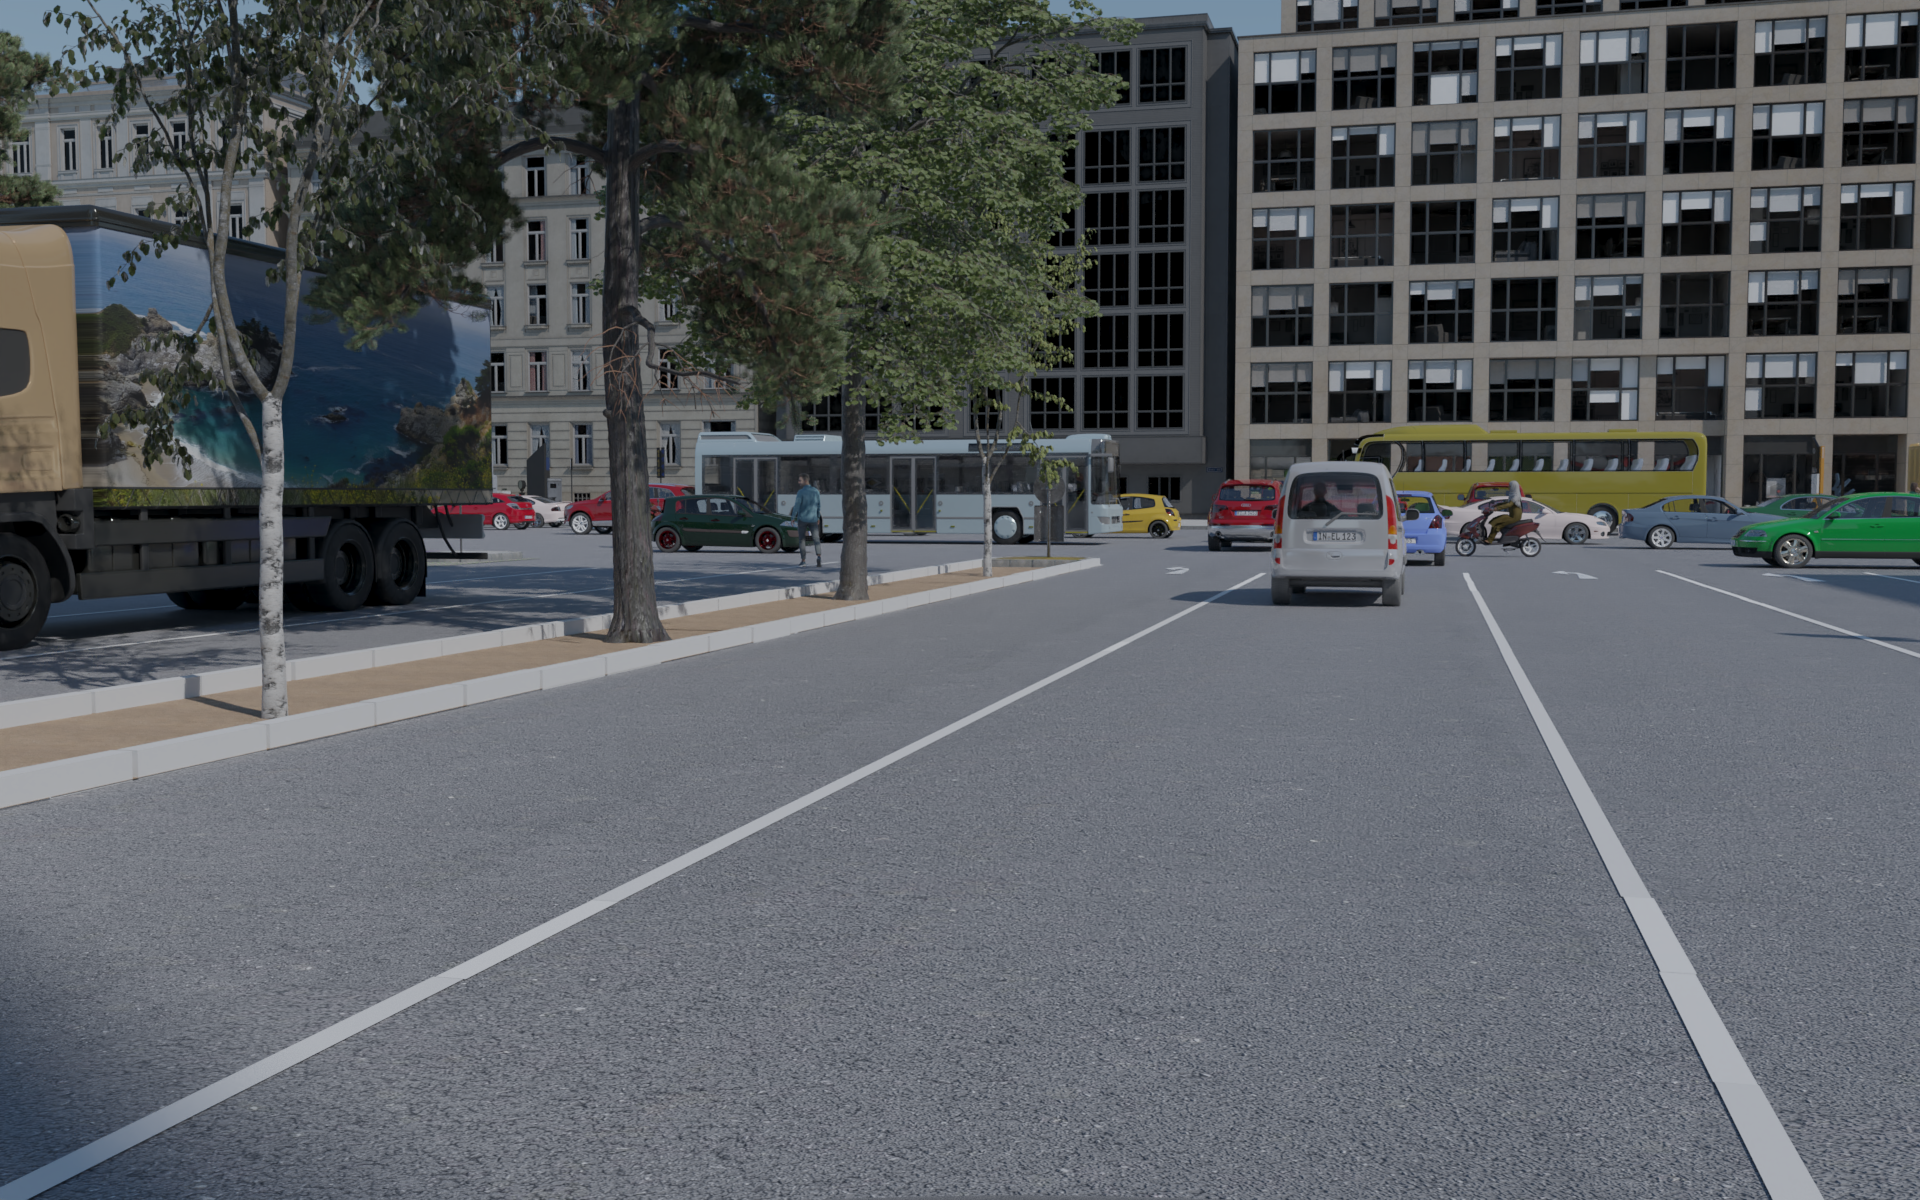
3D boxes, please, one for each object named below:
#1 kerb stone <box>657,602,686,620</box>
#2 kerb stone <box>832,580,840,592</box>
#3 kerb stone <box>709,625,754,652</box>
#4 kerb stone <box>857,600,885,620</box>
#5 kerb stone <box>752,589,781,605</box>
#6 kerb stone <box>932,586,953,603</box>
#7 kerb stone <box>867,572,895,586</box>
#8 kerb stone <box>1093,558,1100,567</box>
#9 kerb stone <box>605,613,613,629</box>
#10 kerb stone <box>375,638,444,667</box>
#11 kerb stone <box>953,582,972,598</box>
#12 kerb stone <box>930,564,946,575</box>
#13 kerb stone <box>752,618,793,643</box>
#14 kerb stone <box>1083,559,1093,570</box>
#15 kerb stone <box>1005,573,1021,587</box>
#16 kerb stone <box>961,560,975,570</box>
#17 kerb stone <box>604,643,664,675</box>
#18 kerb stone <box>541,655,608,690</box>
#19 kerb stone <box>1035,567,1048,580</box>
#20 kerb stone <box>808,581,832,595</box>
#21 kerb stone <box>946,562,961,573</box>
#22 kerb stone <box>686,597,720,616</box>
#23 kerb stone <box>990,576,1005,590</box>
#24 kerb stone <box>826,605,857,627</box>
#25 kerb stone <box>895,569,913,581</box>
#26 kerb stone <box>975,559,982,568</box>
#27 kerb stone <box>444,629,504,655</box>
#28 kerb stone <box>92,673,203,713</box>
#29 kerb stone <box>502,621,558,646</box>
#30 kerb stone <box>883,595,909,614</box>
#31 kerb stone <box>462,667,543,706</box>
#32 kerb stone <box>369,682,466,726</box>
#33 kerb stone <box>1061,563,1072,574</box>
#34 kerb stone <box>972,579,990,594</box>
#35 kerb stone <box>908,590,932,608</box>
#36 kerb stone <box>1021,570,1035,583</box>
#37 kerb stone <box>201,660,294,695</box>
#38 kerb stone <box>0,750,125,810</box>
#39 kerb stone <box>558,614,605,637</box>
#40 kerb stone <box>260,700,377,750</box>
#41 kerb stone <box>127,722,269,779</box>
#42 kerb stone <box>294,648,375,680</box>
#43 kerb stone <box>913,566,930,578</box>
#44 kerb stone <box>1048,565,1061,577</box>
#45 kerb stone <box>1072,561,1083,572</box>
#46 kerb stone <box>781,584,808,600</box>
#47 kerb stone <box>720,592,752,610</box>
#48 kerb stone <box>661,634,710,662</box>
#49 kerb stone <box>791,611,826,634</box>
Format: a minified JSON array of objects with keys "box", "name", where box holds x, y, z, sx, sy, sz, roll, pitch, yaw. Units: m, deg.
[{"box":[-3.408,0.152,19.711,0.120,0.150,1.000,1,4,15],"name":"kerb stone"},{"box":[-1.813,-0.214,25.701,0.120,0.150,1.000,1,4,15],"name":"kerb stone"},{"box":[-2.190,0.370,16.166,0.120,0.150,1.000,1,4,15],"name":"kerb stone"},{"box":[-1.114,0.125,20.156,0.120,0.150,1.000,1,4,15],"name":"kerb stone"},{"box":[-2.620,-0.031,22.709,0.120,0.150,1.000,1,4,15],"name":"kerb stone"},{"box":[-0.321,-0.058,23.153,0.120,0.150,1.000,1,4,15],"name":"kerb stone"},{"box":[-1.281,-0.330,27.691,0.120,0.150,1.000,1,4,15],"name":"kerb stone"},{"box":[2.609,-0.729,34.117,0.120,0.150,1.000,1,4,15],"name":"kerb stone"},{"box":[-3.680,0.213,18.712,0.120,0.150,1.000,1,4,15],"name":"kerb stone"},{"box":[-4.740,0.456,14.739,0.120,0.150,1.000,1,4,15],"name":"kerb stone"},{"box":[-0.050,-0.119,24.148,0.120,0.150,1.000,1,4,15],"name":"kerb stone"},{"box":[-0.482,-0.518,30.669,0.120,0.150,1.000,1,4,15],"name":"kerb stone"},{"box":[-1.914,0.308,17.161,0.120,0.150,1.000,1,4,15],"name":"kerb stone"},{"box":[2.347,-0.668,33.123,0.120,0.150,1.000,1,4,15],"name":"kerb stone"},{"box":[0.747,-0.293,27.140,0.120,0.150,1.000,1,4,15],"name":"kerb stone"},{"box":[0.051,-0.640,32.662,0.120,0.150,1.000,1,4,15],"name":"kerb stone"},{"box":[-2.715,0.493,14.178,0.120,0.150,1.000,1,4,15],"name":"kerb stone"},{"box":[-2.982,0.556,13.172,0.120,0.150,1.000,1,4,15],"name":"kerb stone"},{"box":[1.281,-0.424,29.129,0.120,0.150,1.000,1,4,15],"name":"kerb stone"},{"box":[-2.081,-0.154,24.708,0.120,0.150,1.000,1,4,15],"name":"kerb stone"},{"box":[-0.214,-0.579,31.668,0.120,0.150,1.000,1,4,15],"name":"kerb stone"},{"box":[-3.149,0.091,20.714,0.120,0.150,1.000,1,4,15],"name":"kerb stone"},{"box":[0.470,-0.241,26.144,0.120,0.150,1.000,1,4,15],"name":"kerb stone"},{"box":[-1.387,0.188,19.165,0.120,0.150,1.000,1,4,15],"name":"kerb stone"},{"box":[-1.014,-0.397,28.684,0.120,0.150,1.000,1,4,15],"name":"kerb stone"},{"box":[0.318,-0.701,33.655,0.120,0.150,1.000,1,4,15],"name":"kerb stone"},{"box":[-4.482,0.400,15.735,0.120,0.150,1.000,1,4,15],"name":"kerb stone"},{"box":[-5.539,0.640,11.736,0.120,0.150,1.000,1,4,15],"name":"kerb stone"},{"box":[-4.208,0.335,16.725,0.120,0.150,1.000,1,4,15],"name":"kerb stone"},{"box":[-0.849,0.064,21.149,0.120,0.150,1.000,1,4,15],"name":"kerb stone"},{"box":[-3.255,0.613,12.180,0.120,0.150,1.000,1,4,15],"name":"kerb stone"},{"box":[-3.528,0.674,11.182,0.120,0.150,1.000,1,4,15],"name":"kerb stone"},{"box":[1.808,-0.546,31.125,0.120,0.150,1.000,1,4,15],"name":"kerb stone"},{"box":[0.217,-0.180,25.143,0.120,0.150,1.000,1,4,15],"name":"kerb stone"},{"box":[-0.587,0.002,22.159,0.120,0.150,1.000,1,4,15],"name":"kerb stone"},{"box":[1.006,-0.363,28.138,0.120,0.150,1.000,1,4,15],"name":"kerb stone"},{"box":[-5.283,0.579,12.732,0.120,0.150,1.000,1,4,15],"name":"kerb stone"},{"box":[-4.321,0.857,8.184,0.120,0.150,1.000,1,4,15],"name":"kerb stone"},{"box":[-3.947,0.274,17.720,0.120,0.150,1.000,1,4,15],"name":"kerb stone"},{"box":[-3.790,0.738,10.189,0.120,0.150,1.000,1,4,15],"name":"kerb stone"},{"box":[-4.054,0.798,9.188,0.120,0.150,1.000,1,4,15],"name":"kerb stone"},{"box":[-5.008,0.517,13.736,0.120,0.150,1.000,1,4,15],"name":"kerb stone"},{"box":[-0.750,-0.458,29.677,0.120,0.150,1.000,1,4,15],"name":"kerb stone"},{"box":[1.545,-0.485,30.131,0.120,0.150,1.000,1,4,15],"name":"kerb stone"},{"box":[2.078,-0.606,32.126,0.120,0.150,1.000,1,4,15],"name":"kerb stone"},{"box":[-2.345,-0.087,23.700,0.120,0.150,1.000,1,4,15],"name":"kerb stone"},{"box":[-2.879,0.031,21.706,0.120,0.150,1.000,1,4,15],"name":"kerb stone"},{"box":[-2.464,0.429,15.176,0.120,0.150,1.000,1,4,15],"name":"kerb stone"},{"box":[-1.655,0.247,18.156,0.120,0.150,1.000,1,4,15],"name":"kerb stone"}]
